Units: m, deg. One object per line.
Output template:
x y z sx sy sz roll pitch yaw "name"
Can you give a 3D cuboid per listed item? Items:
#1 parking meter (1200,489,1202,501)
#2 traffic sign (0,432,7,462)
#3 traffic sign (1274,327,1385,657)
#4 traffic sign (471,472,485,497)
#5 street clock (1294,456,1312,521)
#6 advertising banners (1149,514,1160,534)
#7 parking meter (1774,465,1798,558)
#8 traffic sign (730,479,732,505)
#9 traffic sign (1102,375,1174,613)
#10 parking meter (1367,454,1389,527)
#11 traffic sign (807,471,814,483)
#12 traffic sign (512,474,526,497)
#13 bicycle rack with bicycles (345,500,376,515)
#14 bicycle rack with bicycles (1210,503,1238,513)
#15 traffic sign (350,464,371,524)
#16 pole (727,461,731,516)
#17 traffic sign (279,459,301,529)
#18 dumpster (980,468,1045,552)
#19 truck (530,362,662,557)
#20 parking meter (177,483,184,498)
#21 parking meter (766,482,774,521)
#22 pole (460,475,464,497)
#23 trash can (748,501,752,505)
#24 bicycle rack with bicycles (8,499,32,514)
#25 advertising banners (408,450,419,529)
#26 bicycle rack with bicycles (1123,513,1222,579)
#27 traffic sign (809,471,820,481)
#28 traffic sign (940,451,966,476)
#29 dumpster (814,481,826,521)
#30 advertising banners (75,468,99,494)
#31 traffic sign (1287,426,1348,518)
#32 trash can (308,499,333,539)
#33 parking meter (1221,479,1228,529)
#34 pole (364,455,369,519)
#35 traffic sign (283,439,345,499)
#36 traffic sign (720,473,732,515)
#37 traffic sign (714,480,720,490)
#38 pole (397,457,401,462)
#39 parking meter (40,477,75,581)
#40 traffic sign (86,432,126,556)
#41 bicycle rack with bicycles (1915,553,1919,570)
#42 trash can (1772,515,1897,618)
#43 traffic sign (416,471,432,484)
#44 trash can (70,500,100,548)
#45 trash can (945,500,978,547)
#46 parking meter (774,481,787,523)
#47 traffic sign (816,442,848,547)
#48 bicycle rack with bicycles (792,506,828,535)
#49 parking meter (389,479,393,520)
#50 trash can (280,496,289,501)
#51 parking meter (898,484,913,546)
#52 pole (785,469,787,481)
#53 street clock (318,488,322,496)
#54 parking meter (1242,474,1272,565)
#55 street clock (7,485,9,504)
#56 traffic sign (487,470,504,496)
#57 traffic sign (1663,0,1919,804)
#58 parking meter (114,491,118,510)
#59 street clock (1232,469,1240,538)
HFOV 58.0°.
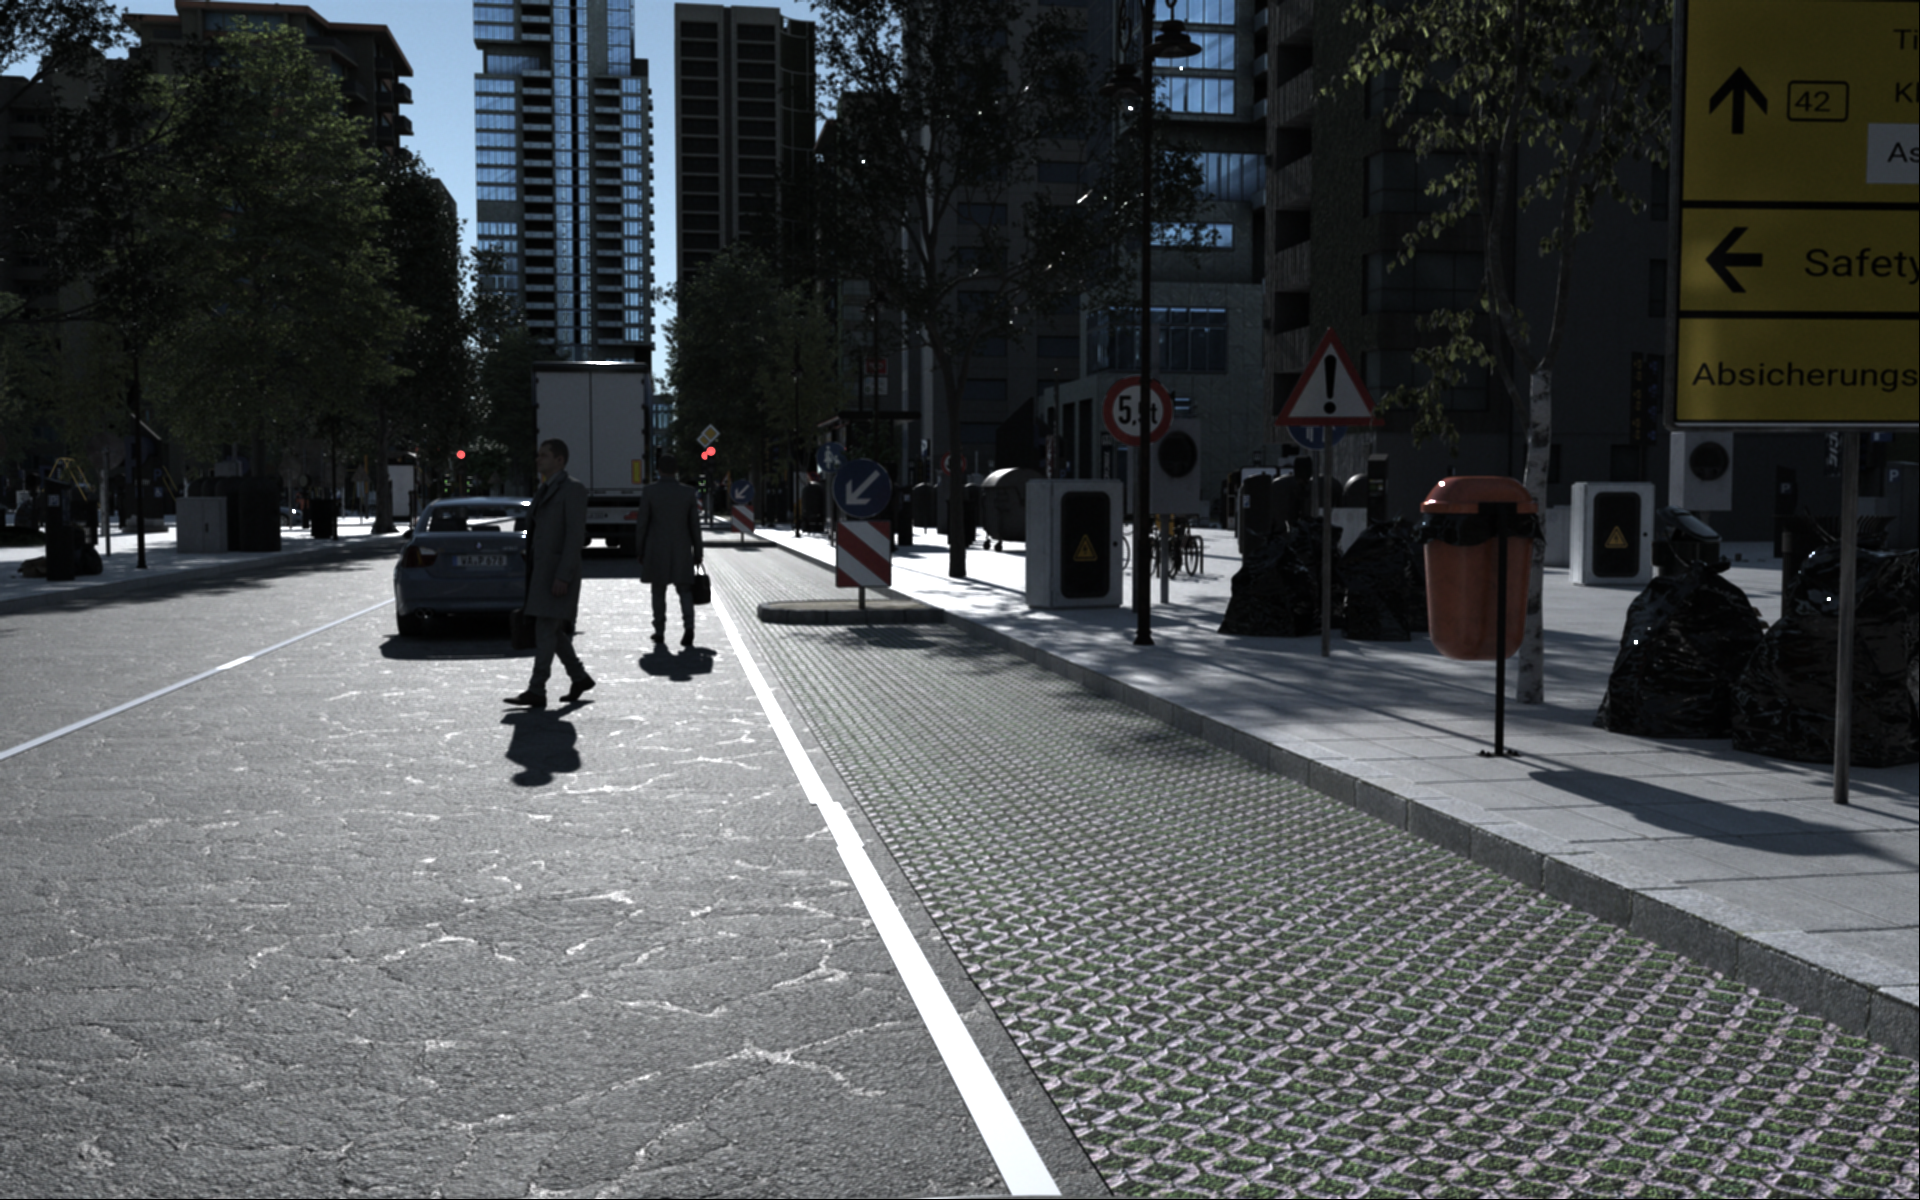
11.701 -4.685 85.012 0.372 1.533 0.369 0 3 0 "parking meter"
-18.108 -1.963 32.208 0.768 2.556 0.104 0 4 -3 "traffic sign"
2.886 -0.832 13.599 0.884 2.594 0.081 0 4 -4 "traffic sign"
-25.395 -5.500 91.105 0.795 2.450 0.064 0 4 -3 "traffic sign"
6.530 -1.739 32.998 0.358 2.002 0.471 2 4 29 "street clock"
6.611 -3.645 55.779 0.090 3.025 2.074 -3 5 -44 "advertising banners"
16.600 -1.779 34.804 0.399 1.863 0.255 2 4 28 "parking meter"
-15.000 -6.827 113.756 0.606 2.300 0.079 0 4 -2 "traffic sign"
1.899 -1.131 18.604 0.768 2.556 0.104 0 4 -1 "traffic sign"
6.054 -1.188 25.132 0.255 1.863 0.399 1 4 21 "parking meter"
-8.288 -5.732 93.727 0.884 2.594 0.081 0 4 -1 "traffic sign"
-28.332 -6.802 111.209 0.884 2.594 0.081 0 4 -4 "traffic sign"
-36.163 -5.620 105.273 2.852 0.926 2.925 2 4 34 "bicycle rack with bicycles"
11.317 -3.507 70.722 2.852 0.926 2.925 -1 4 -10 "bicycle rack with bicycles"
-25.606 -4.526 74.006 0.884 2.594 0.081 0 4 -4 "traffic sign"
-13.581 -6.605 101.834 0.158 3.312 0.155 0 3 0 "pole"
-24.331 -3.840 62.890 0.768 2.556 0.104 0 4 -7 "traffic sign"
1.235 -2.036 39.050 1.264 1.857 1.865 -1 4 -10 "dumpster"
-8.762 -3.273 42.430 2.839 4.237 11.283 -1 4 -9 "truck"
-41.206 -5.256 91.652 0.399 1.863 0.255 -2 4 -26 "parking meter"
-8.859 -4.609 81.075 0.399 1.863 0.255 3 5 39 "parking meter"
-21.841 -5.019 75.909 0.158 3.312 0.155 0 3 0 "pole"
-10.609 -4.747 89.272 0.748 1.137 0.748 0 3 0 "trash can"
-62.653 -6.206 114.854 2.925 0.926 2.852 1 4 8 "bicycle rack with bicycles"
-20.177 -4.152 64.074 0.090 3.025 2.074 0 4 -7 "advertising banners"
2.907 -0.881 27.788 2.852 0.926 2.925 2 4 31 "bicycle rack with bicycles"
-8.239 -5.951 97.406 0.768 2.556 0.104 0 4 0 "traffic sign"
-0.198 -3.092 50.654 0.768 2.556 0.104 0 4 -8 "traffic sign"
-6.397 -4.413 77.908 1.264 1.857 1.865 -1 4 -10 "dumpster"
-57.724 -7.280 115.220 2.074 3.025 0.090 -3 5 -44 "advertising banners"
4.127 -1.223 20.105 0.768 2.556 0.104 0 4 -7 "traffic sign"
-18.316 -2.328 49.710 0.748 1.137 0.748 0 3 0 "trash can"
9.744 -3.520 63.262 0.399 1.863 0.255 1 4 23 "parking meter"
-30.647 -5.845 89.413 0.158 3.312 0.155 0 3 0 "pole"
-24.089 -4.324 64.578 2.265 3.308 0.079 0 4 -2 "traffic sign"
-14.144 -6.434 105.201 0.884 2.594 0.081 0 4 -2 "traffic sign"
-21.212 -9.229 151.006 0.768 2.556 0.104 0 4 -3 "traffic sign"
-28.160 -5.701 87.061 0.158 3.312 0.155 0 3 0 "pole"
-13.363 -1.057 25.690 0.372 1.533 0.369 0 3 0 "parking meter"
-17.534 -2.170 35.580 0.768 2.556 0.104 0 4 -6 "traffic sign"
12.848 -0.415 20.162 2.852 0.926 2.925 1 4 10 "bicycle rack with bicycles"
5.849 0.001 11.630 0.748 1.137 0.748 0 3 0 "trash can"
-28.745 -5.681 92.893 0.884 2.594 0.081 0 3 0 "traffic sign"
-21.031 -1.829 41.551 0.748 1.137 0.748 0 3 0 "trash can"
-0.001 -1.848 41.867 0.748 1.137 0.748 0 3 0 "trash can"
-7.901 -4.347 76.780 0.399 1.863 0.255 2 4 35 "parking meter"
-3.116 -2.576 42.218 0.768 2.556 0.104 0 4 -5 "traffic sign"
-3.465 -2.501 54.273 2.925 0.926 2.852 3 5 40 "bicycle rack with bicycles"
-22.017 -3.726 66.632 0.255 1.863 0.399 0 4 2 "parking meter"
-45.132 -6.362 115.664 0.748 1.137 0.748 0 3 0 "trash can"
-1.361 -2.119 43.055 0.372 1.533 0.369 0 3 0 "parking meter"
-10.239 -6.614 101.987 0.158 3.312 0.155 0 3 0 "pole"
-48.679 -7.797 132.052 0.471 2.002 0.358 2 4 35 "street clock"
3.854 -0.860 22.478 0.372 1.533 0.369 0 3 0 "parking meter"
-71.904 -7.702 130.501 0.358 2.002 0.471 1 4 22 "street clock"
-24.734 -5.638 92.184 0.884 2.594 0.081 0 4 -2 "traffic sign"
3.979 -0.809 7.101 2.265 3.308 0.079 0 4 -3 "traffic sign"
-68.662 -8.114 141.066 0.372 1.533 0.369 0 3 0 "parking meter"
8.226 -2.836 50.943 0.471 2.002 0.358 -3 4 -36 "street clock"
